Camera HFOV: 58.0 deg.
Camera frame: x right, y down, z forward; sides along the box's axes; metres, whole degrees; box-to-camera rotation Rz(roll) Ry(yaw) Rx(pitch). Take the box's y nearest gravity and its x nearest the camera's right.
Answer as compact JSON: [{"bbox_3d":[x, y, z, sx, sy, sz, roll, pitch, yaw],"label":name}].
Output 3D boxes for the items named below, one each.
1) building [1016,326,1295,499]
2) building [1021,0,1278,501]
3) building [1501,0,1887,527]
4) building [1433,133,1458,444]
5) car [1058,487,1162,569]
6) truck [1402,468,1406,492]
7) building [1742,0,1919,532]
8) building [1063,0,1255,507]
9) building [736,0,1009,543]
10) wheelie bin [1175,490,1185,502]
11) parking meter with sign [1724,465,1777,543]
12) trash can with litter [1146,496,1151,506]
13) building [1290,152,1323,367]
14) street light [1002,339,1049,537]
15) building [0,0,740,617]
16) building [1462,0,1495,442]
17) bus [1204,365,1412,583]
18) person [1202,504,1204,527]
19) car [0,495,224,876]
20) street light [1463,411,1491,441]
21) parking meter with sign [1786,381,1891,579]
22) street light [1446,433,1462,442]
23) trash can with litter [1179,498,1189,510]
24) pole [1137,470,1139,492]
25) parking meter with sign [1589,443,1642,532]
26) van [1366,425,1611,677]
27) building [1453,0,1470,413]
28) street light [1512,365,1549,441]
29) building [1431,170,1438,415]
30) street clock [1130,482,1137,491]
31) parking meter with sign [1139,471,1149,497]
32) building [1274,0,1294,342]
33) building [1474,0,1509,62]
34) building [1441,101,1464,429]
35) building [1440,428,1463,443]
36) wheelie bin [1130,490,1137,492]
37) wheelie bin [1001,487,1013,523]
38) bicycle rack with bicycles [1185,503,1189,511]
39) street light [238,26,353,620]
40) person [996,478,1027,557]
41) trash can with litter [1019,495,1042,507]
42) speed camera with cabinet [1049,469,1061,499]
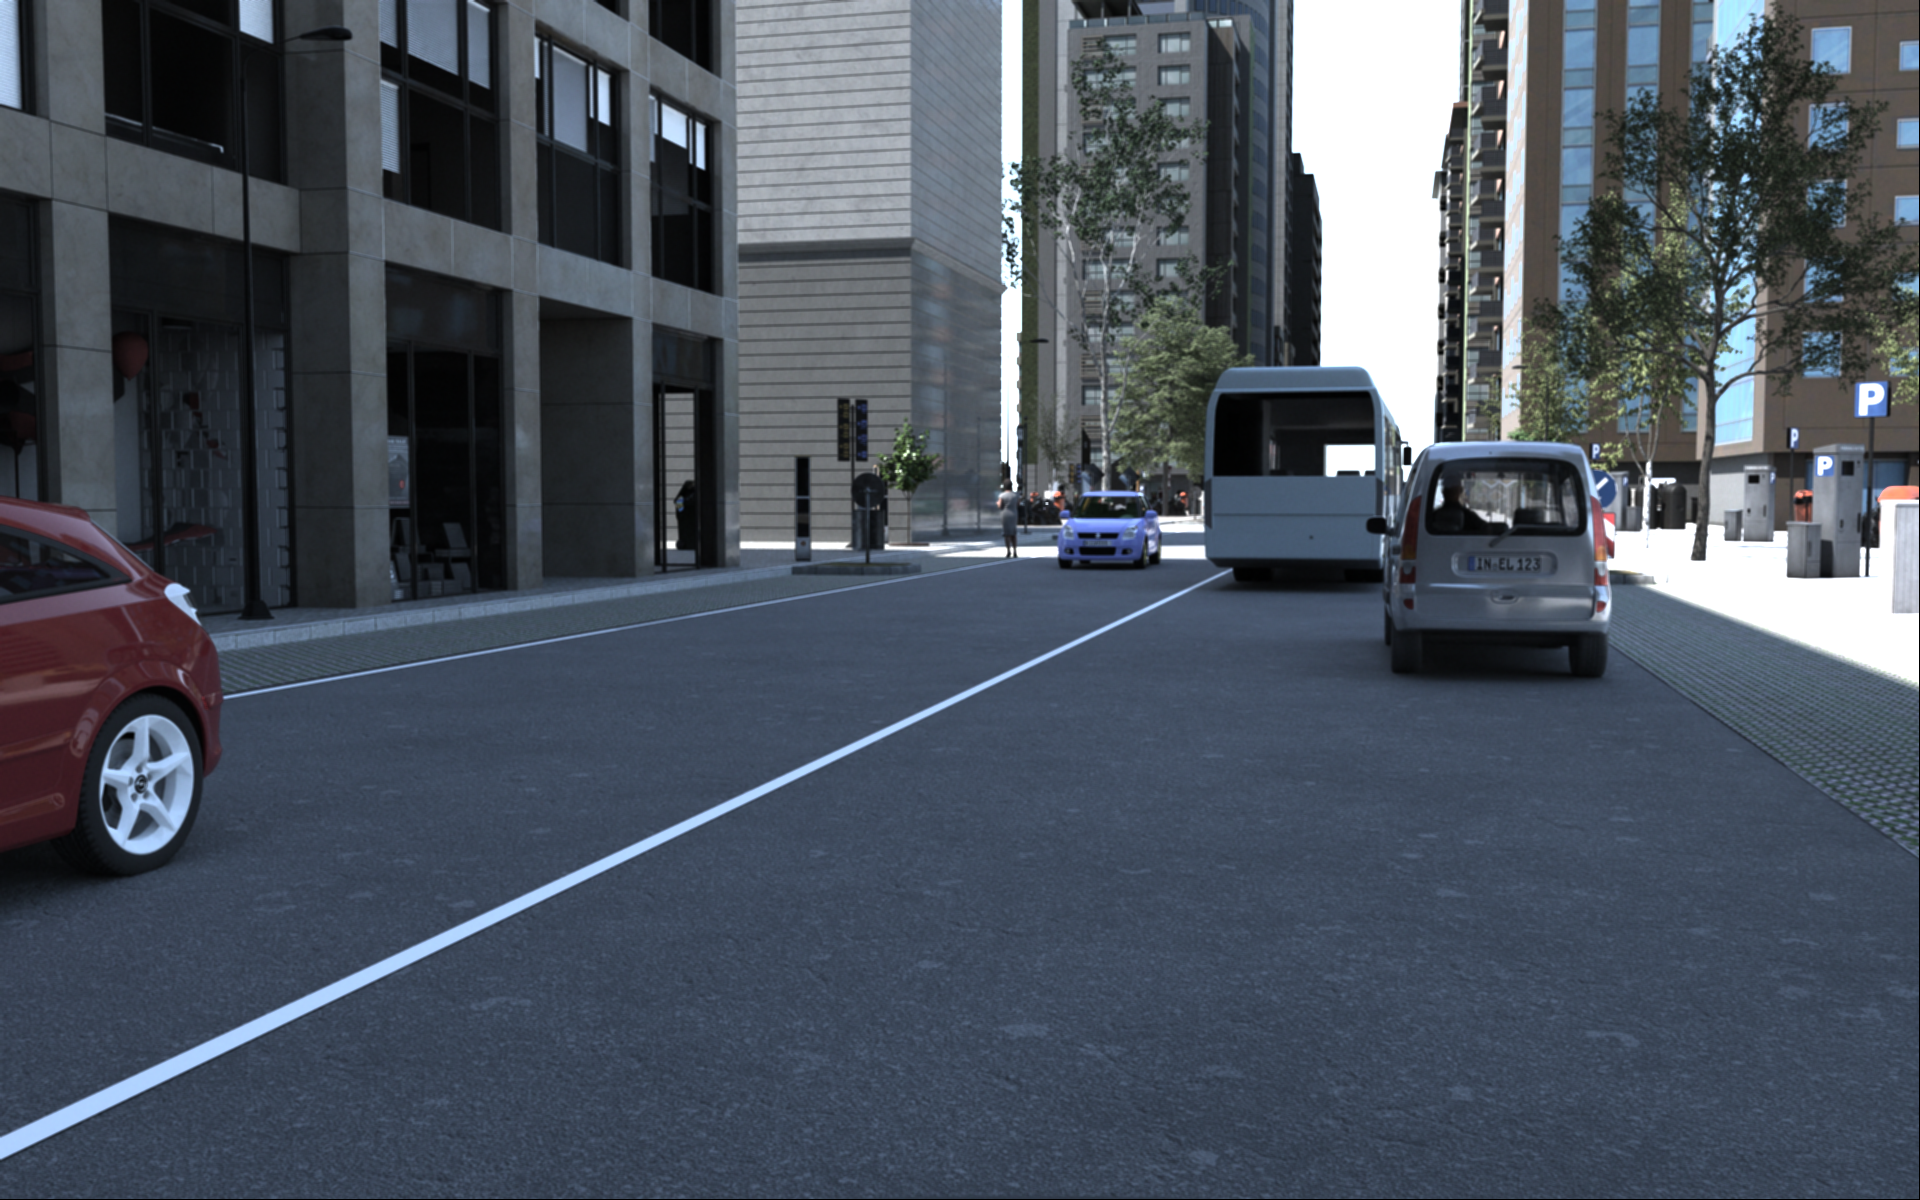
[{"bbox_3d":[22.842,-21.425,195.337,27.650,21.520,28.899,1,4,14],"label":"building"},{"bbox_3d":[18.655,-38.158,165.876,21.231,58.520,28.212,1,4,14],"label":"building"},{"bbox_3d":[33.303,-26.358,81.057,14.600,45.320,14.200,1,4,14],"label":"building"},{"bbox_3d":[82.222,-39.974,242.808,28.713,52.752,27.495,1,4,14],"label":"building"},{"bbox_3d":[3.001,-1.518,34.410,1.945,1.707,3.694,1,4,13],"label":"car"},{"bbox_3d":[42.859,-11.093,171.123,2.967,4.110,18.799,1,4,12],"label":"truck"},{"bbox_3d":[35.796,-25.222,62.490,14.200,45.320,14.600,1,4,14],"label":"building"},{"bbox_3d":[16.878,-28.226,145.085,14.154,41.232,14.086,1,4,14],"label":"building"},{"bbox_3d":[-14.226,-16.879,53.465,29.804,29.767,11.434,1,4,14],"label":"building"},{"bbox_3d":[17.577,-7.930,137.561,0.980,1.594,0.693,-2,4,-30],"label":"wheelie bin"},{"bbox_3d":[21.306,-3.051,46.141,0.543,3.016,1.738,-3,5,-42],"label":"parking meter with sign"},{"bbox_3d":[13.098,-6.694,120.838,0.624,1.170,1.055,2,4,30],"label":"trash can with litter"},{"bbox_3d":[40.492,-38.325,250.321,21.300,48.544,21.600,1,4,14],"label":"building"},{"bbox_3d":[1.970,-4.861,52.021,1.470,5.913,1.316,1,4,14],"label":"street light"},{"bbox_3d":[-17.336,-12.927,15.878,19.350,26.468,34.151,1,4,14],"label":"building"},{"bbox_3d":[47.483,-27.781,137.816,14.154,41.232,14.086,1,4,14],"label":"building"},{"bbox_3d":[6.570,-2.233,31.371,2.948,3.499,13.247,1,4,15],"label":"bus"},{"bbox_3d":[10.693,-4.025,74.174,0.638,1.841,0.748,-2,4,-32],"label":"person"},{"bbox_3d":[-4.235,0.229,5.301,2.155,1.783,4.494,1,4,13],"label":"car"},{"bbox_3d":[29.170,-7.626,97.223,1.470,5.913,1.316,1,4,14],"label":"street light"},{"bbox_3d":[13.442,-1.854,26.570,1.738,3.016,0.543,-2,4,-28],"label":"parking meter with sign"},{"bbox_3d":[39.336,-10.114,137.907,1.470,5.913,1.316,1,4,14],"label":"street light"},{"bbox_3d":[17.677,-7.590,135.485,1.055,1.170,0.624,-1,4,-20],"label":"trash can with litter"},{"bbox_3d":[12.232,-7.659,119.069,0.158,3.312,0.155,0,3,0],"label":"pole"},{"bbox_3d":[22.398,-3.844,59.111,0.543,3.016,1.738,-3,5,-39],"label":"parking meter with sign"},{"bbox_3d":[4.570,-0.493,15.072,2.013,2.044,4.112,1,4,13],"label":"van"},{"bbox_3d":[71.709,-47.821,220.117,20.563,71.187,20.611,1,4,14],"label":"building"},{"bbox_3d":[20.600,-5.503,62.511,1.470,5.913,1.316,1,4,14],"label":"street light"},{"bbox_3d":[88.093,-41.614,269.630,28.713,52.752,27.495,1,4,14],"label":"building"},{"bbox_3d":[8.982,-5.214,89.823,0.358,2.002,0.471,-1,4,-13],"label":"street clock"},{"bbox_3d":[13.960,-8.321,132.305,0.543,3.016,1.738,1,4,22],"label":"parking meter with sign"},{"bbox_3d":[35.481,-48.374,229.166,20.563,71.187,20.611,1,4,14],"label":"building"},{"bbox_3d":[43.888,-27.780,108.821,22.147,44.769,28.867,1,4,14],"label":"building"},{"bbox_3d":[64.392,-32.681,188.963,22.147,44.769,28.867,1,4,14],"label":"building"},{"bbox_3d":[56.534,-51.736,158.548,22.319,86.520,31.000,1,4,14],"label":"building"},{"bbox_3d":[12.390,-7.075,123.579,0.980,1.594,0.693,2,4,35],"label":"wheelie bin"},{"bbox_3d":[2.035,-4.263,77.606,0.980,1.594,0.693,1,4,10],"label":"wheelie bin"},{"bbox_3d":[17.410,-7.080,129.146,2.925,0.926,2.852,0,4,-3],"label":"bicycle rack with bicycles"},{"bbox_3d":[-6.708,-2.749,17.483,1.470,5.913,1.316,1,4,14],"label":"street light"},{"bbox_3d":[1.161,-1.848,39.076,0.716,1.782,0.532,-1,4,-20],"label":"person"},{"bbox_3d":[4.131,-5.527,101.431,2.233,1.210,1.678,0,4,4],"label":"trash can with litter"},{"bbox_3d":[7.043,-8.158,127.716,0.660,3.252,2.038,1,4,13],"label":"speed camera with cabinet"}]
